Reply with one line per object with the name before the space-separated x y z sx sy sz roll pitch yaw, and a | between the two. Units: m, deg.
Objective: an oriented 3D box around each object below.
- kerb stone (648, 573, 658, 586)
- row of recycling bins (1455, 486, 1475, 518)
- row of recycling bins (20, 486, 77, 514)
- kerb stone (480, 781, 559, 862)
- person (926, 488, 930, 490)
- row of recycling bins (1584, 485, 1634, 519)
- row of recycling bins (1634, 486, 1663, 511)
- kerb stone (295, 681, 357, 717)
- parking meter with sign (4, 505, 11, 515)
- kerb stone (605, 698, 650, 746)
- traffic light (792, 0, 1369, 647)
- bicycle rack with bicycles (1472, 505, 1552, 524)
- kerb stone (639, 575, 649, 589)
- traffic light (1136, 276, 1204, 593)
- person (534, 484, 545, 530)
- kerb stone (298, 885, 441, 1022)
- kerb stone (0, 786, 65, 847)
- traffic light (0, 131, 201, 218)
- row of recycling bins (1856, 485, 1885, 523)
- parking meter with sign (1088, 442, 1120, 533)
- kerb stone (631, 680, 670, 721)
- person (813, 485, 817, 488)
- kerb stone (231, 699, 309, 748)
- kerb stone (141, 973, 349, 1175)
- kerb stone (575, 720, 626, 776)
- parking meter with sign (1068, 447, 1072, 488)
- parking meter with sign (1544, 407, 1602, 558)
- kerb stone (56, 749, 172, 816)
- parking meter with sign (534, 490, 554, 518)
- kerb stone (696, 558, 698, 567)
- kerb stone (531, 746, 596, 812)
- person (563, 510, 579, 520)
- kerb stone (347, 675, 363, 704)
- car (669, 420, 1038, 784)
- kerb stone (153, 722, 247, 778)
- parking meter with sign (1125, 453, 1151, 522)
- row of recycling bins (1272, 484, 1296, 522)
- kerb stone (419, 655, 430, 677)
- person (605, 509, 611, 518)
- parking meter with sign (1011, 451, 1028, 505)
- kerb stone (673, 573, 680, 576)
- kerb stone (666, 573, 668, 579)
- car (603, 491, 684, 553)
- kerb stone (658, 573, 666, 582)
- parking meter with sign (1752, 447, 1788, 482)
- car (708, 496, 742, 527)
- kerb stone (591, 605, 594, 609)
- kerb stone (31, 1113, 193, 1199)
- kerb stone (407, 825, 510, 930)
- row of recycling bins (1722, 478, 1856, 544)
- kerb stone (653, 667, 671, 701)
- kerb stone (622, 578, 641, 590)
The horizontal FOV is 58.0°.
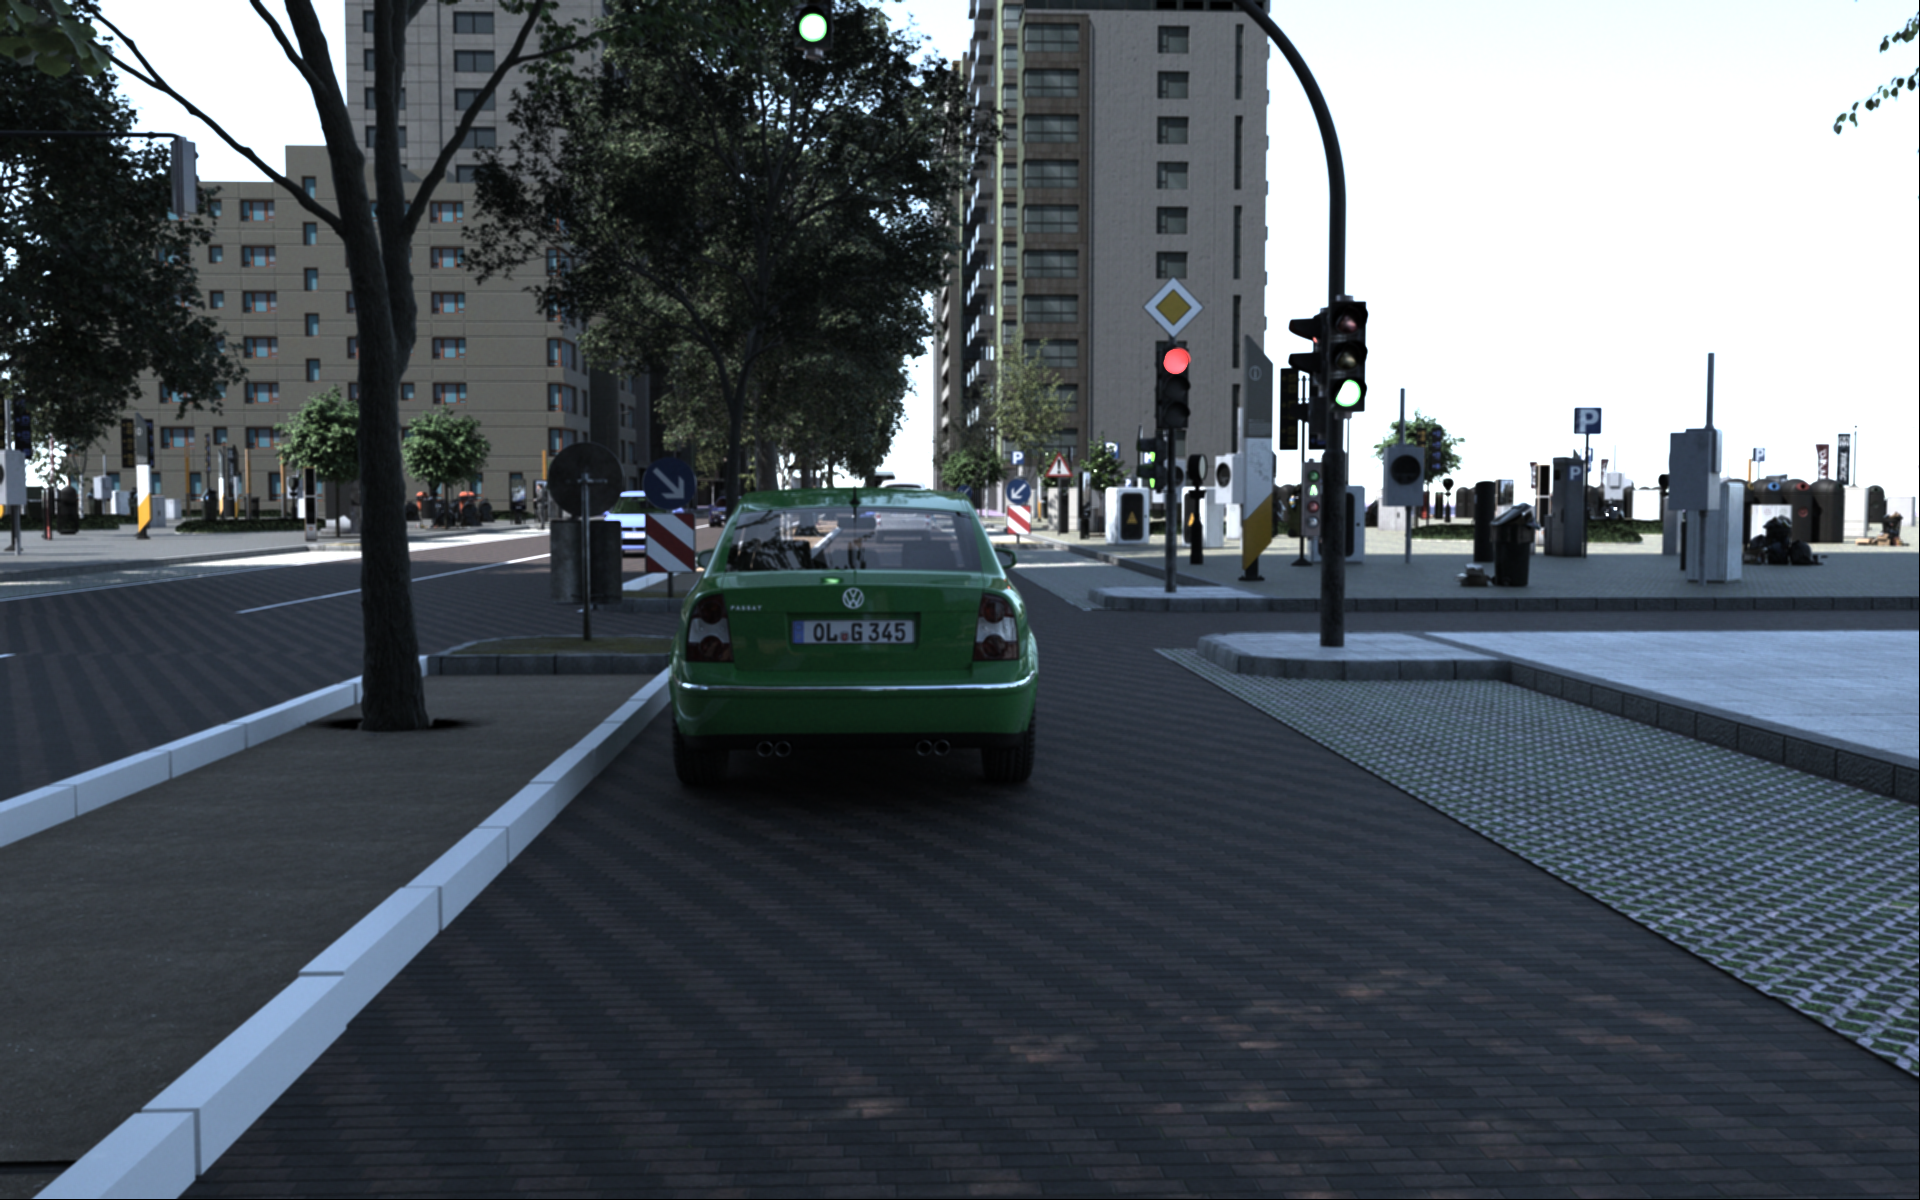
kerb stone | -4.886 -0.301 27.121 0.120 0.150 1.000 0 4 -3
row of recycling bins | 27.895 -5.214 92.363 1.069 1.692 3.534 -2 4 -34
row of recycling bins | -46.663 -4.978 88.499 3.534 1.692 1.069 1 4 17
kerb stone | -1.831 0.921 7.200 0.120 0.150 1.000 0 4 -3
person | -1.378 -4.199 77.988 0.563 1.720 0.643 -3 5 -44
row of recycling bins | 28.481 -4.317 77.698 3.534 1.692 1.069 -2 4 -30
row of recycling bins | 35.665 -5.146 91.247 3.534 1.692 1.069 -1 4 -18
kerb stone | -4.136 0.674 11.219 0.120 0.150 1.000 0 4 -3
parking meter with sign | -51.585 -5.963 93.748 0.543 3.016 1.738 0 4 -1
kerb stone | -1.979 0.731 10.277 0.120 0.150 1.000 0 4 -3
traffic light | 1.033 -2.424 14.307 4.771 5.953 1.251 0 4 -3
bicycle rack with bicycles | 17.824 -2.558 55.205 2.925 0.926 2.852 1 4 18
kerb stone | -4.845 -0.239 26.100 0.120 0.150 1.000 0 4 -3
traffic light | 2.735 -2.055 22.524 0.839 4.253 0.868 0 4 -3
person | -16.717 -3.703 68.852 0.447 1.846 0.655 -1 4 -9
kerb stone | -1.740 1.042 5.154 0.120 0.150 1.000 0 4 -3
kerb stone | -3.930 0.922 7.119 0.120 0.150 1.000 0 4 -3
traffic light | -12.071 -2.885 21.834 4.771 5.953 1.251 0 4 -3
row of recycling bins | 39.518 -4.313 77.630 3.534 1.692 1.069 3 5 43
parking meter with sign | 4.705 -3.754 57.632 0.543 3.016 1.738 2 4 29
kerb stone | -2.034 0.666 11.314 0.120 0.150 1.000 0 4 -3
person | -6.557 -4.266 78.259 0.555 1.821 0.388 -1 4 -22
kerb stone | -4.073 0.734 10.195 0.120 0.150 1.000 0 4 -3
kerb stone | -1.679 1.111 4.134 0.120 0.150 1.000 0 4 -3
kerb stone | -1.928 0.795 9.247 0.120 0.150 1.000 0 4 -3
parking meter with sign | 4.858 -4.106 63.390 1.738 3.016 0.543 1 4 9
parking meter with sign | 12.512 -2.405 35.578 0.543 3.016 1.738 0 4 -4
kerb stone | -3.982 0.860 8.140 0.120 0.150 1.000 0 4 -3
parking meter with sign | -21.950 -5.902 92.751 1.738 3.016 0.543 1 4 12
kerb stone | -5.286 -0.798 35.315 0.120 0.150 1.000 0 4 -3
kerb stone | -1.883 0.855 8.222 0.120 0.150 1.000 0 4 -3
person | -9.698 -2.123 43.401 0.537 1.800 0.526 -2 4 -27
kerb stone | -4.174 0.609 12.247 0.120 0.150 1.000 0 4 -3
car | -0.594 -0.071 9.961 1.959 1.807 4.718 0 4 -3
kerb stone | -4.027 0.797 9.161 0.120 0.150 1.000 0 4 -3
parking meter with sign | 6.720 -4.326 66.993 1.738 3.016 0.543 -3 4 -38
row of recycling bins | 12.880 -3.812 69.445 1.069 1.692 3.534 -3 5 -39
kerb stone | -4.230 0.546 13.270 0.120 0.150 1.000 0 4 -3
person | -16.485 -4.461 81.613 0.709 1.800 0.728 2 4 33
parking meter with sign | 2.426 -4.479 69.487 0.543 3.016 1.738 0 4 -6
kerb stone | -5.038 -0.489 30.194 0.120 0.150 1.000 0 4 -3
kerb stone | -4.991 -0.423 29.174 0.120 0.150 1.000 0 4 -3
car | -7.412 -1.895 40.572 1.945 1.707 3.694 0 4 -4
kerb stone | -4.939 -0.364 28.142 0.120 0.150 1.000 0 4 -3
parking meter with sign | 30.065 -4.132 63.812 0.543 3.016 1.738 -1 4 -22
car | -10.044 -3.896 76.280 1.945 1.354 3.894 0 4 -2
kerb stone | -4.652 0.011 22.011 0.120 0.150 1.000 0 4 -3
kerb stone | -1.633 1.173 3.113 0.120 0.150 1.000 0 4 -3
kerb stone | -1.783 0.983 6.178 0.120 0.150 1.000 0 4 -3
row of recycling bins | 21.379 -2.329 45.200 3.534 1.692 1.069 -1 4 -13
kerb stone | -2.084 0.604 12.343 0.120 0.150 1.000 0 4 -3
kerb stone | -4.790 -0.176 25.080 0.120 0.150 1.000 0 4 -3
